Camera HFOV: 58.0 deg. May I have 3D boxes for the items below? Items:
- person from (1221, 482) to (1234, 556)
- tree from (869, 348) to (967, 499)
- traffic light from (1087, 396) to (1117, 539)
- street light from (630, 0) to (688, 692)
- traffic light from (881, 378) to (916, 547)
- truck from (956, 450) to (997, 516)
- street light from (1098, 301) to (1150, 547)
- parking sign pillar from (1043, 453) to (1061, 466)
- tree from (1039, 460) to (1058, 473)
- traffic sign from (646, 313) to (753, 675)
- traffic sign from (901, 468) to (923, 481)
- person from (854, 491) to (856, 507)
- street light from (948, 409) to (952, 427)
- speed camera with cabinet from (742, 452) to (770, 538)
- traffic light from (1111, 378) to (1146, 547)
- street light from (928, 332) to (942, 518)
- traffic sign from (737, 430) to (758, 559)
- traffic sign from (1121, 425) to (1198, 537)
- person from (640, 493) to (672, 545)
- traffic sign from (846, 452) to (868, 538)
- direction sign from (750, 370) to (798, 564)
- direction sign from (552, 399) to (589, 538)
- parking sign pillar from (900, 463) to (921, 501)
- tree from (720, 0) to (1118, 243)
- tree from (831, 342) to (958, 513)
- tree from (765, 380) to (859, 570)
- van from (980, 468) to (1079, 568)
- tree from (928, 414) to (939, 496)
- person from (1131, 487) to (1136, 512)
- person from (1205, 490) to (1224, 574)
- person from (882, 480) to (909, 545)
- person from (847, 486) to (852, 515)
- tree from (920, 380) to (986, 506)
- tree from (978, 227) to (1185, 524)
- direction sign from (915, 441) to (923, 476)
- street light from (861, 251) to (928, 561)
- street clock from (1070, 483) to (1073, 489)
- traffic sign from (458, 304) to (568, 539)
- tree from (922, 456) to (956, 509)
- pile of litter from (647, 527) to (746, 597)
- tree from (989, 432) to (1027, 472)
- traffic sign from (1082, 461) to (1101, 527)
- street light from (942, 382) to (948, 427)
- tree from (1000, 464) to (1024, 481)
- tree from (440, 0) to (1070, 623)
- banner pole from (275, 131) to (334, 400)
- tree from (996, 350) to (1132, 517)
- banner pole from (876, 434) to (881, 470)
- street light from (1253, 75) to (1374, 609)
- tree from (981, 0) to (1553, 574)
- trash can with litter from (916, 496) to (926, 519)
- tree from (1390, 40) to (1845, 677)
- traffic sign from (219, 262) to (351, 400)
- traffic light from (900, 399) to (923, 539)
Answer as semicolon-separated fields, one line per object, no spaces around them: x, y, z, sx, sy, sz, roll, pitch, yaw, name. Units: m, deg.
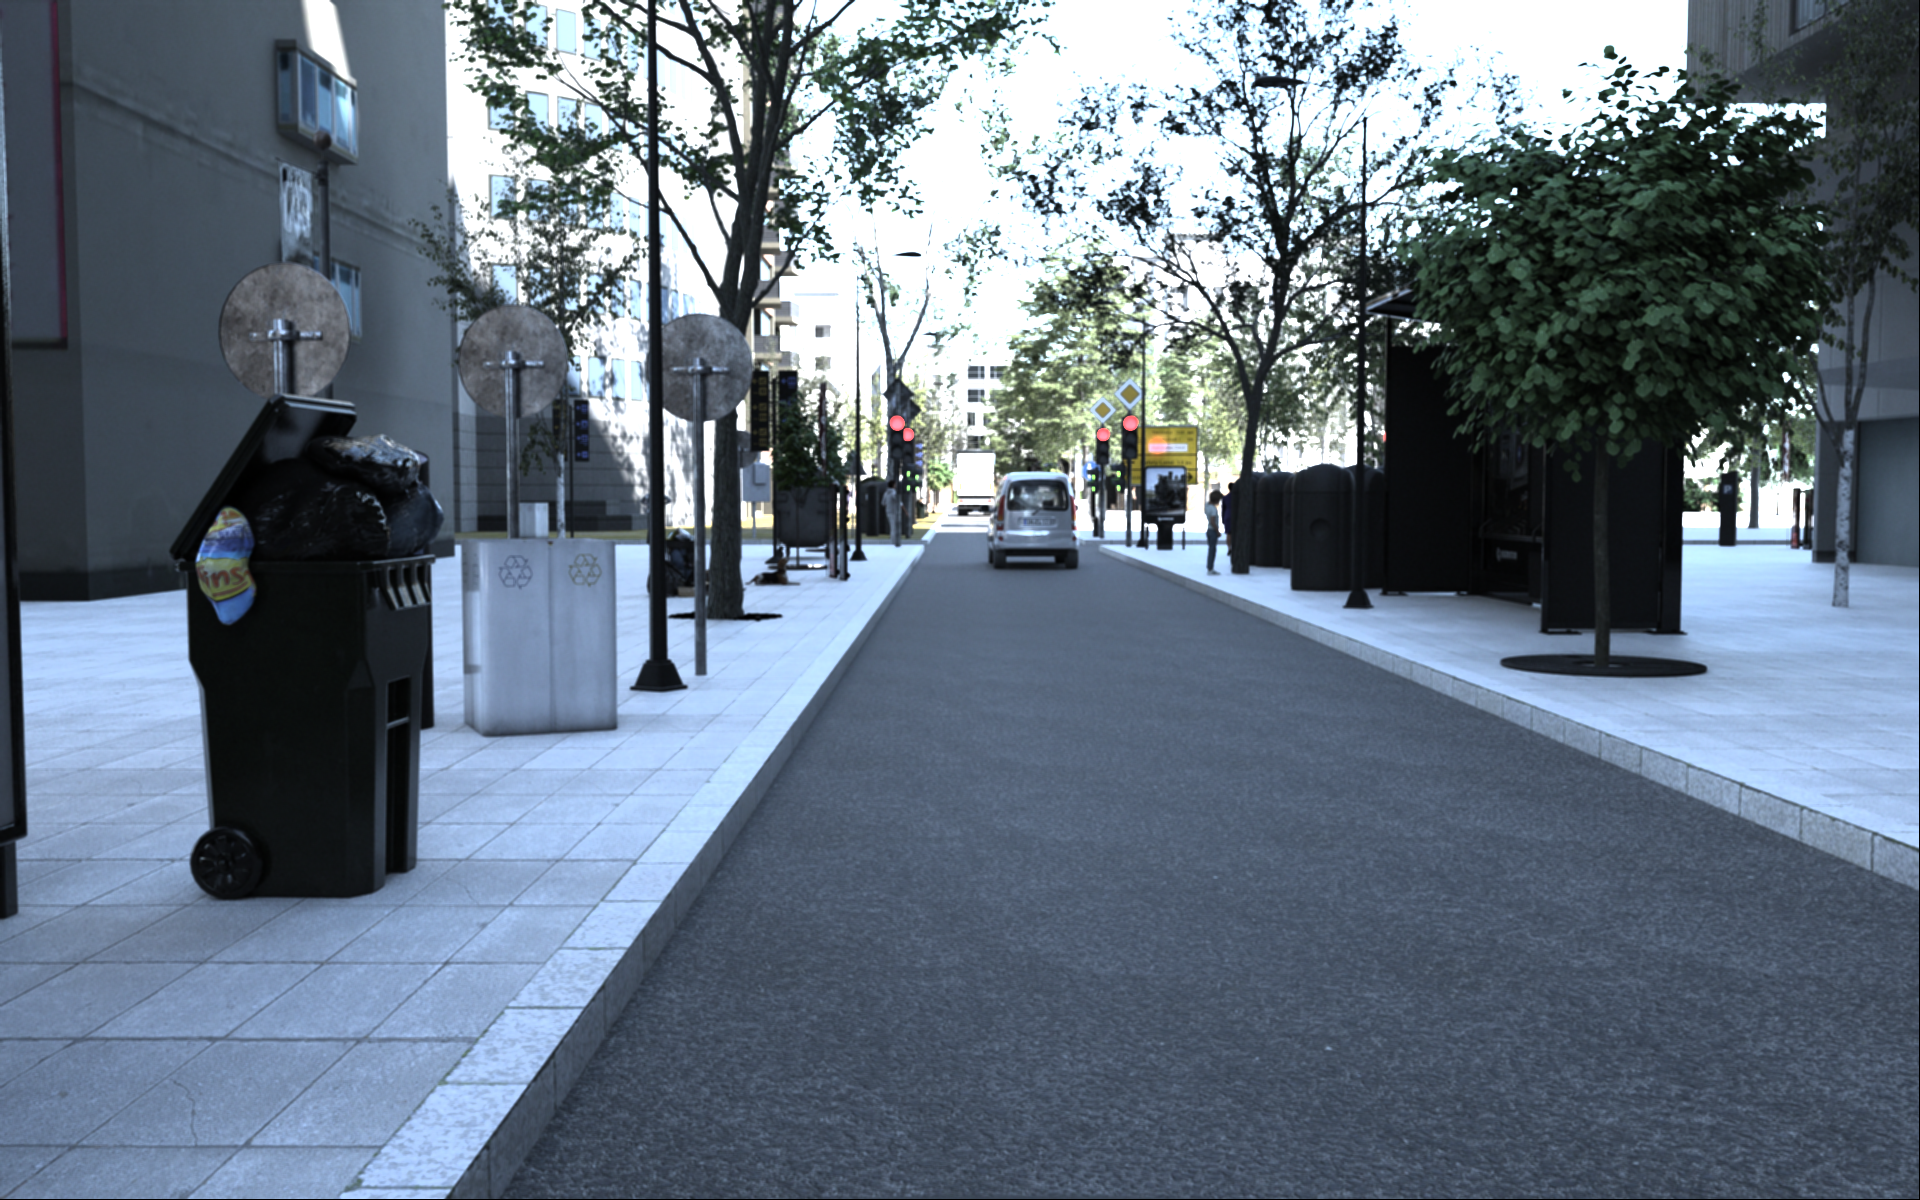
5.655;-1.694;36.108;0.453;1.535;0.546;0;4;0;person
-1.802;-8.424;88.087;4.360;8.622;3.978;0;3;0;tree
4.083;-3.728;49.878;0.839;4.253;0.868;0;3;0;traffic light
-1.439;-2.365;11.207;1.470;5.913;1.316;0;3;0;street light
-1.485;-3.239;41.882;0.839;4.253;0.868;0;3;0;traffic light
1.077;-7.766;115.892;2.839;4.237;11.283;0;4;1;truck
3.863;-4.224;41.596;1.470;5.913;1.316;0;3;0;street light
5.829;-7.360;108.805;1.447;3.967;1.447;1;4;12;parking sign pillar
4.601;-5.771;88.958;1.663;3.219;1.824;0;3;0;tree
-1.838;-0.740;12.211;0.768;2.556;0.104;0;4;4;traffic sign
-1.883;-4.156;67.960;0.884;2.594;0.081;0;4;2;traffic sign
-10.451;-10.122;173.004;0.593;1.643;0.415;3;4;37;person
-1.243;-7.441;94.202;1.470;5.913;1.316;0;3;0;street light
-5.361;-3.455;50.819;2.038;3.252;0.660;-2;4;-31;speed camera with cabinet
4.076;-3.240;41.893;0.839;4.253;0.868;0;3;0;traffic light
-1.327;-4.723;49.758;1.470;5.913;1.316;0;3;0;street light
-4.382;-2.097;34.386;0.768;2.556;0.104;1;4;8;traffic sign
5.935;-3.525;51.499;2.265;3.308;0.079;1;4;9;traffic sign
-8.145;-2.268;46.298;0.841;1.734;0.376;0;4;2;person
-3.119;-3.078;50.325;0.884;2.594;0.081;1;4;8;traffic sign
-3.409;-2.436;31.830;0.876;3.537;0.379;0;4;5;direction sign
-9.320;-3.030;41.536;0.876;3.537;0.379;-2;4;-30;direction sign
-3.183;-7.489;110.918;1.447;3.967;1.447;-1;4;-23;parking sign pillar
-1.299;-12.422;58.996;12.611;20.169;13.585;0;3;0;tree
-3.102;-8.058;82.107;4.737;8.622;4.395;0;3;0;tree
-2.836;-2.137;29.536;1.663;3.219;1.824;0;3;0;tree
1.430;-1.695;34.731;2.013;2.044;4.112;0;4;-1;van
-2.676;-15.901;194.390;8.767;10.594;7.601;0;4;1;tree
12.695;-7.371;126.568;0.705;1.823;1.348;0;4;1;person
4.064;-1.085;27.690;0.340;1.345;0.435;-1;4;-20;person
-1.729;-2.315;46.495;0.789;1.805;0.875;-3;4;-38;person
-6.890;-5.991;104.446;0.683;1.767;0.568;-1;4;-18;person
-2.546;-16.681;183.109;12.009;13.543;11.850;0;3;0;tree
4.999;-9.546;74.196;7.486;12.596;7.792;0;3;0;tree
-2.026;-5.036;74.336;0.876;3.537;0.379;0;4;-7;direction sign
-1.418;-3.713;33.242;1.470;5.913;1.316;0;3;0;street light
7.073;-6.582;112.192;0.471;2.002;0.358;2;4;27;street clock
-3.012;-0.707;11.662;0.768;2.556;0.104;0;4;7;traffic sign
-1.889;-9.924;145.965;4.285;4.588;4.351;0;3;0;tree
-3.337;-0.507;22.255;1.176;0.858;1.719;3;4;36;pile of litter
5.163;-15.008;195.749;4.360;8.622;3.978;0;3;0;tree
5.131;-4.121;67.489;0.768;2.556;0.104;0;4;7;traffic sign
-1.349;-6.073;71.834;1.470;5.913;1.316;0;3;0;street light
5.645;-11.469;171.234;4.285;4.588;4.351;0;3;0;tree
-2.261;-5.613;17.523;9.928;11.665;9.643;0;3;0;tree
-4.419;-1.334;11.822;0.401;3.779;0.863;0;4;6;banner pole
5.111;-8.217;84.706;4.737;8.622;4.395;0;3;0;tree
-3.334;-4.981;71.450;0.401;3.779;0.863;-1;4;-15;banner pole
3.955;-2.865;19.380;1.470;5.913;1.316;0;3;0;street light
4.549;-5.680;27.273;8.767;10.594;7.601;0;4;-8;tree
-2.230;-4.651;87.436;1.055;1.170;0.624;1;4;8;trash can with litter
4.815;-1.775;12.736;4.285;4.588;4.351;0;3;0;tree
-3.723;-0.577;9.548;0.768;2.556;0.104;0;4;7;traffic sign
-1.478;-3.728;49.867;0.839;4.253;0.868;0;3;0;traffic light
